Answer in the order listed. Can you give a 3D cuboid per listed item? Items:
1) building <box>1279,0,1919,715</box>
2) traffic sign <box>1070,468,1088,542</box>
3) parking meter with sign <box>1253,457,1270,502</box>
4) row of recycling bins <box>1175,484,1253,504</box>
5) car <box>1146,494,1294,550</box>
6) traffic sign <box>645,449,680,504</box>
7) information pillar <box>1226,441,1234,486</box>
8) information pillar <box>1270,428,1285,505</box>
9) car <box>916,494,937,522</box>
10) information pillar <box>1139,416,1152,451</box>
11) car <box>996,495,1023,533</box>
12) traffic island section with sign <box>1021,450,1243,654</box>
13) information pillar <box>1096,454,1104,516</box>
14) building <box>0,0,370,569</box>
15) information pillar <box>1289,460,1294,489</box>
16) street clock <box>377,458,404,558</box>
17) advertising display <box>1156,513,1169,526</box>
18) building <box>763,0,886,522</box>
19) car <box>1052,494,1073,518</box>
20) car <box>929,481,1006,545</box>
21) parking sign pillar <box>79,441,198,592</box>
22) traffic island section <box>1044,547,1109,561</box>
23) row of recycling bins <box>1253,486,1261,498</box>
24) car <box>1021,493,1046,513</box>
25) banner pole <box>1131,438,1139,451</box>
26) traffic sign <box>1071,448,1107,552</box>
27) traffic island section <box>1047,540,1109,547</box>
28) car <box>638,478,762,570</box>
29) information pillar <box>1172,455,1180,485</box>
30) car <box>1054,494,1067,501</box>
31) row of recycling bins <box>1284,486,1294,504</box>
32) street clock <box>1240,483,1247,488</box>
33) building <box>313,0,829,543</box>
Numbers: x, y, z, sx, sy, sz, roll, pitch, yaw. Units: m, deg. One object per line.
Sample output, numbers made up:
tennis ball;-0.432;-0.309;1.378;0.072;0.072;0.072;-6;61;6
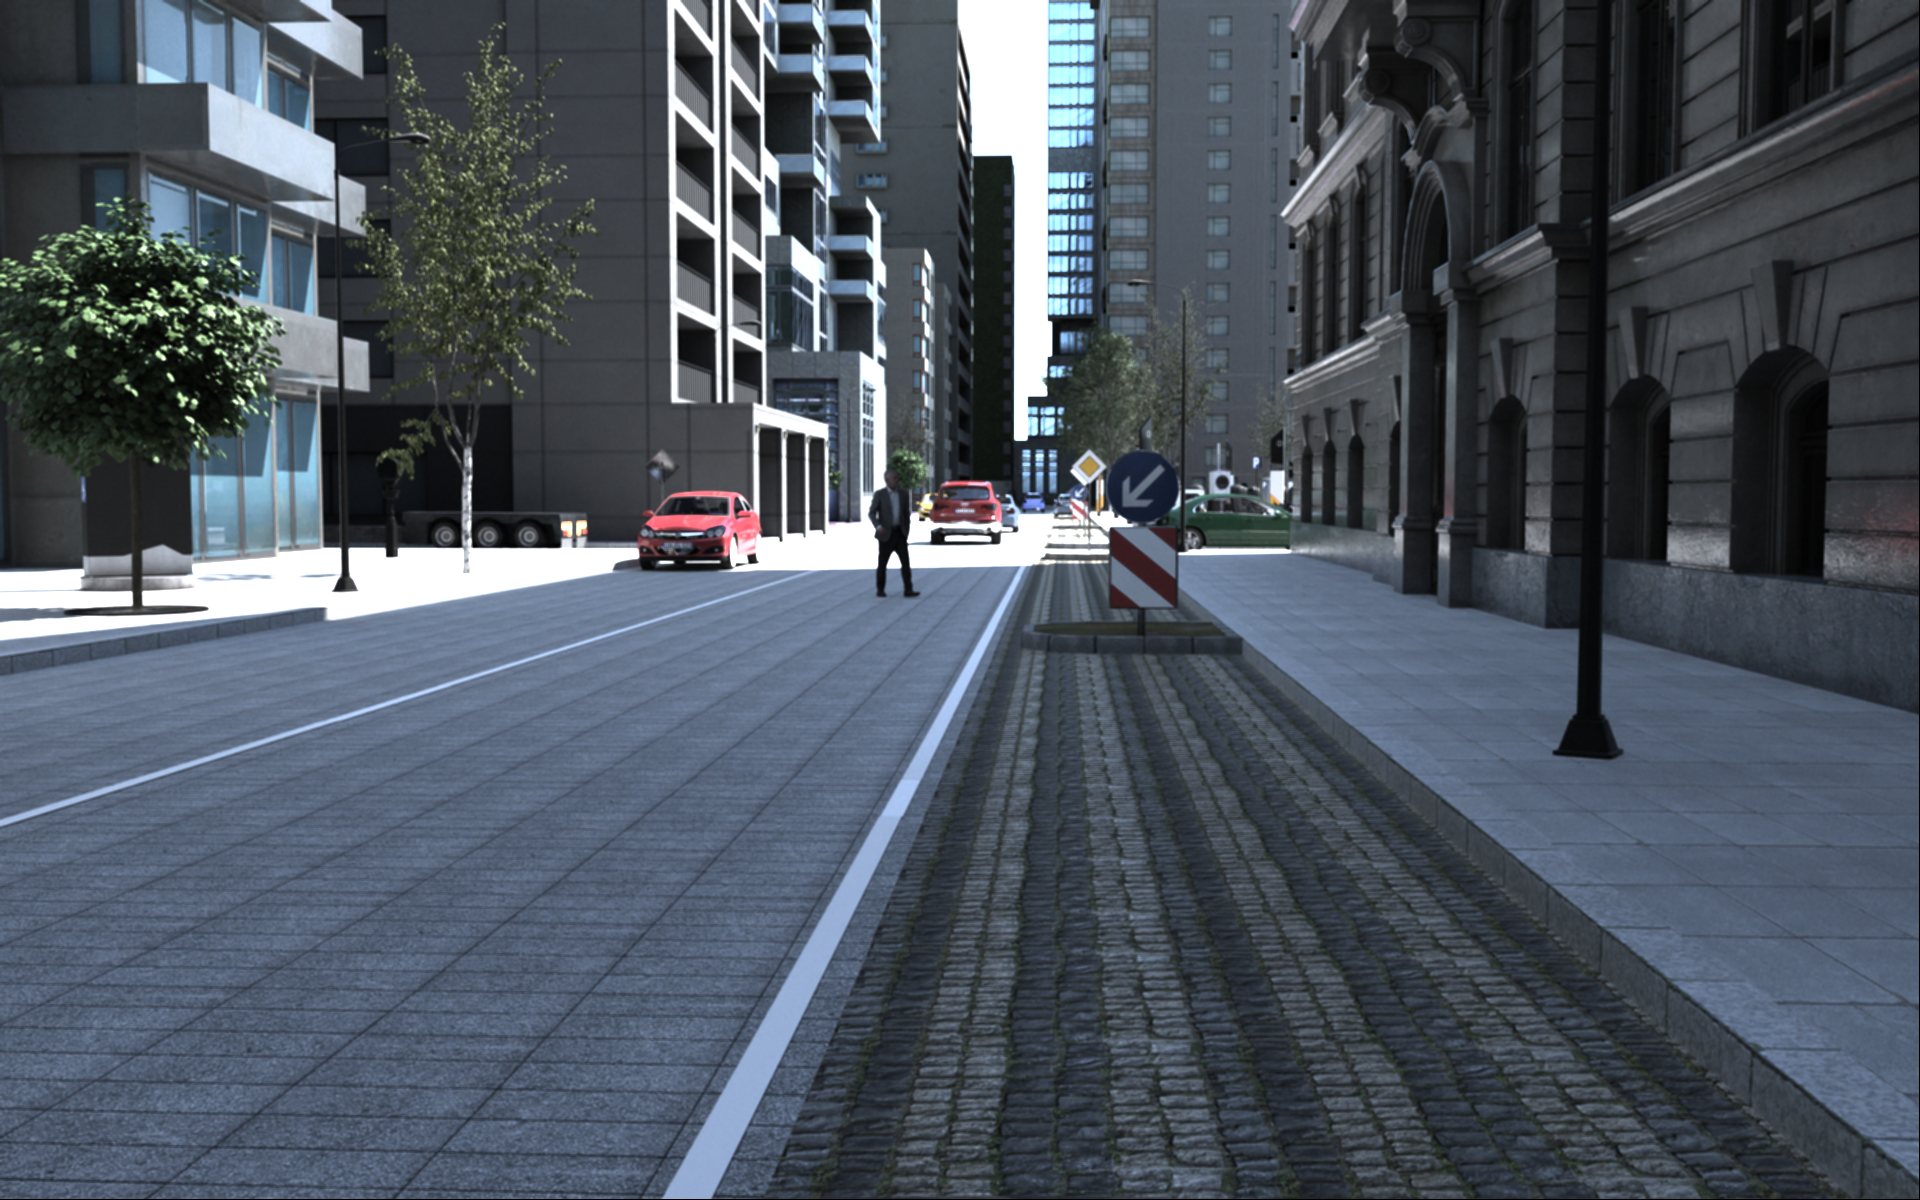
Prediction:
building;11.374;-12.289;20.009;14.460;24.649;34.723;0;4;3
traffic sign;3.324;-2.604;46.218;0.795;2.450;0.064;0;4;3
parking meter with sign;14.641;-5.221;81.622;1.738;3.016;0.543;-2;4;-28
row of recycling bins;10.493;-4.072;73.686;3.534;1.692;1.069;-1;4;-10
car;6.796;-1.827;41.670;4.920;1.459;2.131;0;4;2
traffic sign;-6.673;-2.152;38.827;0.795;2.450;0.064;0;4;3
information pillar;11.789;-5.166;75.813;0.183;3.616;0.504;-2;4;-26
information pillar;11.228;-4.274;61.234;0.504;3.616;0.183;2;4;27
car;-1.270;-4.941;91.001;2.015;1.641;3.980;0;4;2
information pillar;5.542;-3.689;51.673;0.504;3.616;0.183;-3;5;-42
car;1.367;-3.264;65.364;2.014;1.417;4.499;0;4;3
traffic island section with sign;1.581;-0.473;16.356;1.989;1.847;2.006;0;4;3
information pillar;8.080;-6.653;100.127;0.504;3.616;0.183;-2;4;-35
building;-27.809;-25.057;29.291;30.456;49.044;23.786;0;4;3
information pillar;22.518;-7.714;117.486;0.504;3.616;0.183;0;4;5
street clock;-11.472;-1.856;34.923;0.471;2.002;0.358;1;4;13
advertising display;4.212;-1.883;35.999;0.123;1.923;0.974;1;4;15
building;-14.715;-47.653;91.797;22.319;86.520;31.000;0;4;3
car;6.561;-5.652;104.417;2.014;1.417;4.499;0;4;3
car;0.210;-2.565;50.609;2.281;1.827;5.304;0;4;2
parking sign pillar;-11.107;-2.131;23.315;1.447;3.967;1.447;-2;4;-35
traffic island section;2.877;-0.981;38.322;2.009;0.180;2.903;0;4;3
row of recycling bins;14.403;-5.133;91.036;1.069;1.692;3.534;-3;5;-39
car;5.707;-7.630;134.335;1.945;1.707;3.694;0;4;2
banner pole;7.905;-5.357;77.598;0.401;3.779;0.863;-3;5;-43
traffic sign;2.853;-2.116;38.246;0.795;2.450;0.064;0;4;3
traffic island section;3.348;-1.469;46.294;2.009;0.180;2.903;0;4;3
car;-5.084;-1.535;34.137;2.155;1.783;4.494;0;4;3
information pillar;12.945;-6.882;103.880;0.504;3.616;0.183;0;4;1
car;8.014;-7.275;129.170;2.015;1.641;3.980;0;4;2
row of recycling bins;14.950;-4.112;74.339;3.534;1.692;1.069;2;4;34
street clock;18.447;-6.620;112.806;0.471;2.002;0.358;-2;4;-30
building;-15.103;-37.734;55.208;20.563;71.187;20.611;0;4;3
